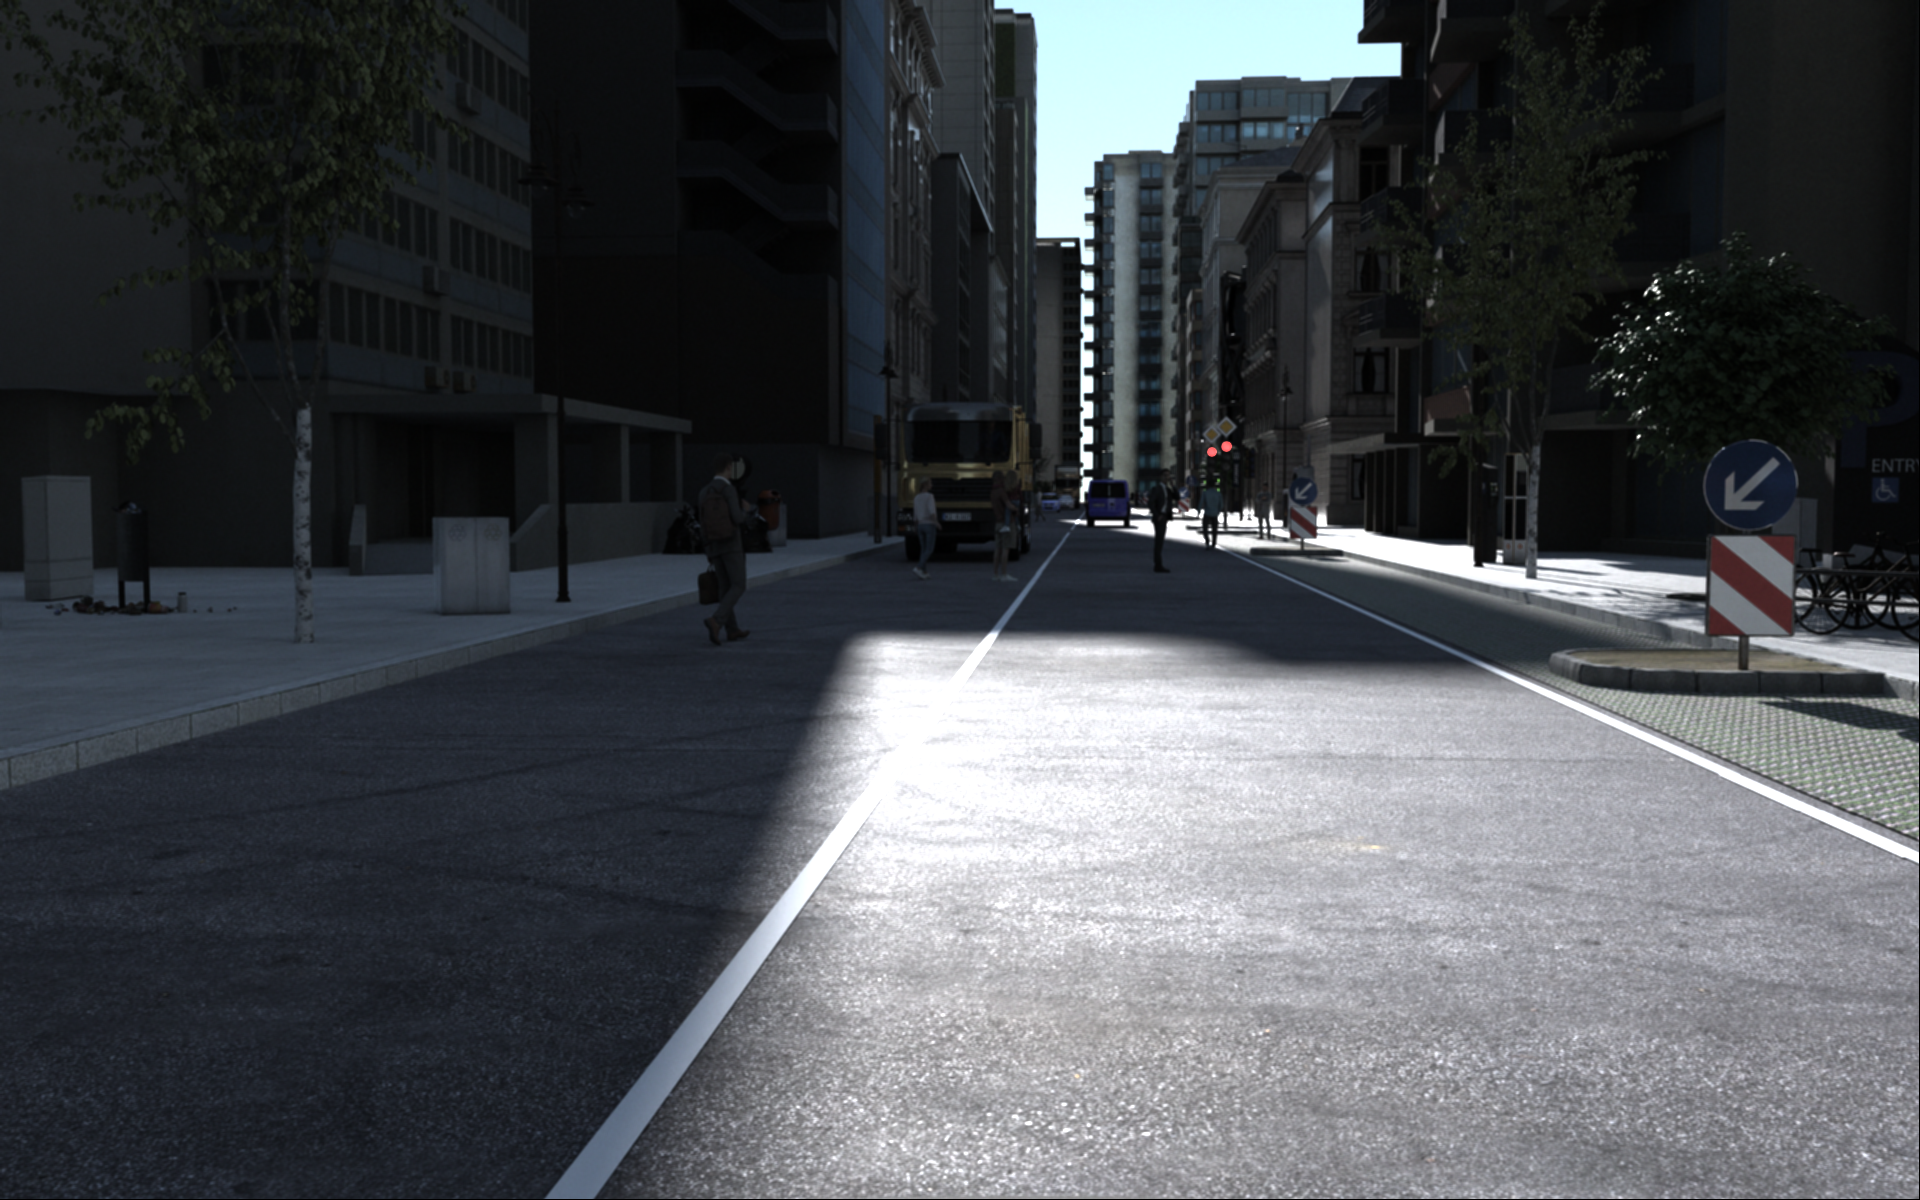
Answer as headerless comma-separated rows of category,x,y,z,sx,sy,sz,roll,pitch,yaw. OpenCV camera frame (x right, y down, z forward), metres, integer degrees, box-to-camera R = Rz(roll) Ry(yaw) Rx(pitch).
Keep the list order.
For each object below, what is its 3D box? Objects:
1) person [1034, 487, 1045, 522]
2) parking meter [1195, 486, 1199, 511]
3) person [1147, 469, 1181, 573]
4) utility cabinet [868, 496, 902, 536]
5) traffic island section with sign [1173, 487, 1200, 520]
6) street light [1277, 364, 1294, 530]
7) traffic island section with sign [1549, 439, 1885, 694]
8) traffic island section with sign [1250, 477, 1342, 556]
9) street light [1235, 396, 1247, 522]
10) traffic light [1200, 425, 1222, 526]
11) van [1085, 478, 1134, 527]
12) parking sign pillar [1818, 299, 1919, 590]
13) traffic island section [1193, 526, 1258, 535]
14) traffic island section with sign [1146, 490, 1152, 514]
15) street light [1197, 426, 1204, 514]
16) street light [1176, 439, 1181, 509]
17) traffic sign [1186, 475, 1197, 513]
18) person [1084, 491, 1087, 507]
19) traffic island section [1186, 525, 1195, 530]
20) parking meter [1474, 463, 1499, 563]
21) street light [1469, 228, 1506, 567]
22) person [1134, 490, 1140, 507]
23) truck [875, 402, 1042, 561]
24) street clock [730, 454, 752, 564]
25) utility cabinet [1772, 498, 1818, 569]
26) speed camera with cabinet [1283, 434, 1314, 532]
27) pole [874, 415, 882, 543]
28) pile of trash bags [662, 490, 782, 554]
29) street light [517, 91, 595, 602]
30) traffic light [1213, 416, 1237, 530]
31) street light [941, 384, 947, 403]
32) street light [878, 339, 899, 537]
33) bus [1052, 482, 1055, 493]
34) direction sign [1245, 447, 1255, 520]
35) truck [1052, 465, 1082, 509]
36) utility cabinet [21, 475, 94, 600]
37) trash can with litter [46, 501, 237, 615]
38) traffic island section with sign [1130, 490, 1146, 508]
person,4.167,-4.986,90.253,0.641,1.798,0.478,3,4,38
parking meter,18.266,-7.806,133.346,0.255,1.863,0.399,0,4,-1
person,3.767,-1.470,31.893,0.474,1.900,0.648,2,4,30
utility cabinet,-2.319,-2.587,53.467,1.020,1.237,0.306,1,4,14
traffic island section with sign,12.290,-5.363,96.319,1.989,1.847,2.006,0,4,5
street light,11.575,-5.438,61.701,0.468,5.910,1.993,0,4,5
traffic island section with sign,5.673,-0.287,13.319,1.989,1.847,2.006,0,4,5
traffic island section with sign,7.844,-1.955,40.591,1.989,1.847,2.006,0,4,5
street light,13.057,-6.582,80.409,0.468,5.910,1.993,0,4,5
traffic light,10.165,-4.971,70.189,0.839,4.253,0.868,0,4,5
van,6.633,-4.449,77.131,2.240,2.365,5.245,0,4,6
parking sign pillar,12.625,-2.157,23.736,1.447,3.967,1.447,1,4,10
traffic island section,9.569,-2.450,62.340,2.009,0.180,2.903,0,4,5
traffic island section with sign,14.484,-7.045,123.805,1.989,1.847,2.006,0,4,5
street light,15.635,-8.547,112.534,0.468,5.910,1.993,0,4,5
street light,18.170,-10.477,144.084,0.468,5.910,1.993,0,4,5
traffic sign,15.604,-7.139,116.831,0.768,2.556,0.104,1,4,12
person,14.267,-11.487,196.332,0.705,1.822,1.348,-1,4,-11
traffic island section,10.205,-2.937,70.300,2.009,0.180,2.903,0,4,5
parking meter,9.899,-1.643,32.569,0.255,1.863,0.399,-2,4,-30
street light,9.143,-3.521,30.360,0.468,5.910,1.993,0,4,5
person,19.763,-11.358,194.143,0.705,1.831,1.348,3,5,43
truck,0.229,-2.667,39.536,3.469,3.379,9.791,0,4,4
street clock,-4.033,-1.647,31.499,0.471,2.002,0.358,2,4,27
utility cabinet,14.245,-1.127,29.581,0.306,1.237,1.020,0,4,0
speed camera with cabinet,11.301,-3.887,57.893,0.660,3.252,2.038,0,4,-2
pole,-2.138,-3.132,45.048,0.158,3.312,0.155,0,3,0
pile of trash bags,-4.953,-1.738,38.171,1.912,1.369,3.447,2,4,25
street light,-4.725,-2.916,20.457,0.468,5.910,1.993,0,4,5
traffic light,9.530,-4.484,62.229,0.839,4.253,0.868,0,4,5
street light,-0.615,-6.024,71.275,0.468,5.910,1.993,0,4,5
street light,-2.131,-4.834,51.829,0.468,5.910,1.993,0,4,5
bus,12.156,-12.365,197.035,2.948,3.499,13.247,0,4,5
direction sign,14.147,-5.662,84.574,0.379,3.537,0.876,-1,4,-20
truck,10.495,-11.008,168.889,2.839,4.237,11.283,0,4,4
utility cabinet,-11.037,-0.765,21.184,0.318,1.500,1.173,0,4,-3
trash can with litter,-9.201,-0.488,19.041,2.233,1.210,1.678,2,4,35
traffic island section with sign,20.503,-11.654,199.162,1.989,1.847,2.006,0,4,5
